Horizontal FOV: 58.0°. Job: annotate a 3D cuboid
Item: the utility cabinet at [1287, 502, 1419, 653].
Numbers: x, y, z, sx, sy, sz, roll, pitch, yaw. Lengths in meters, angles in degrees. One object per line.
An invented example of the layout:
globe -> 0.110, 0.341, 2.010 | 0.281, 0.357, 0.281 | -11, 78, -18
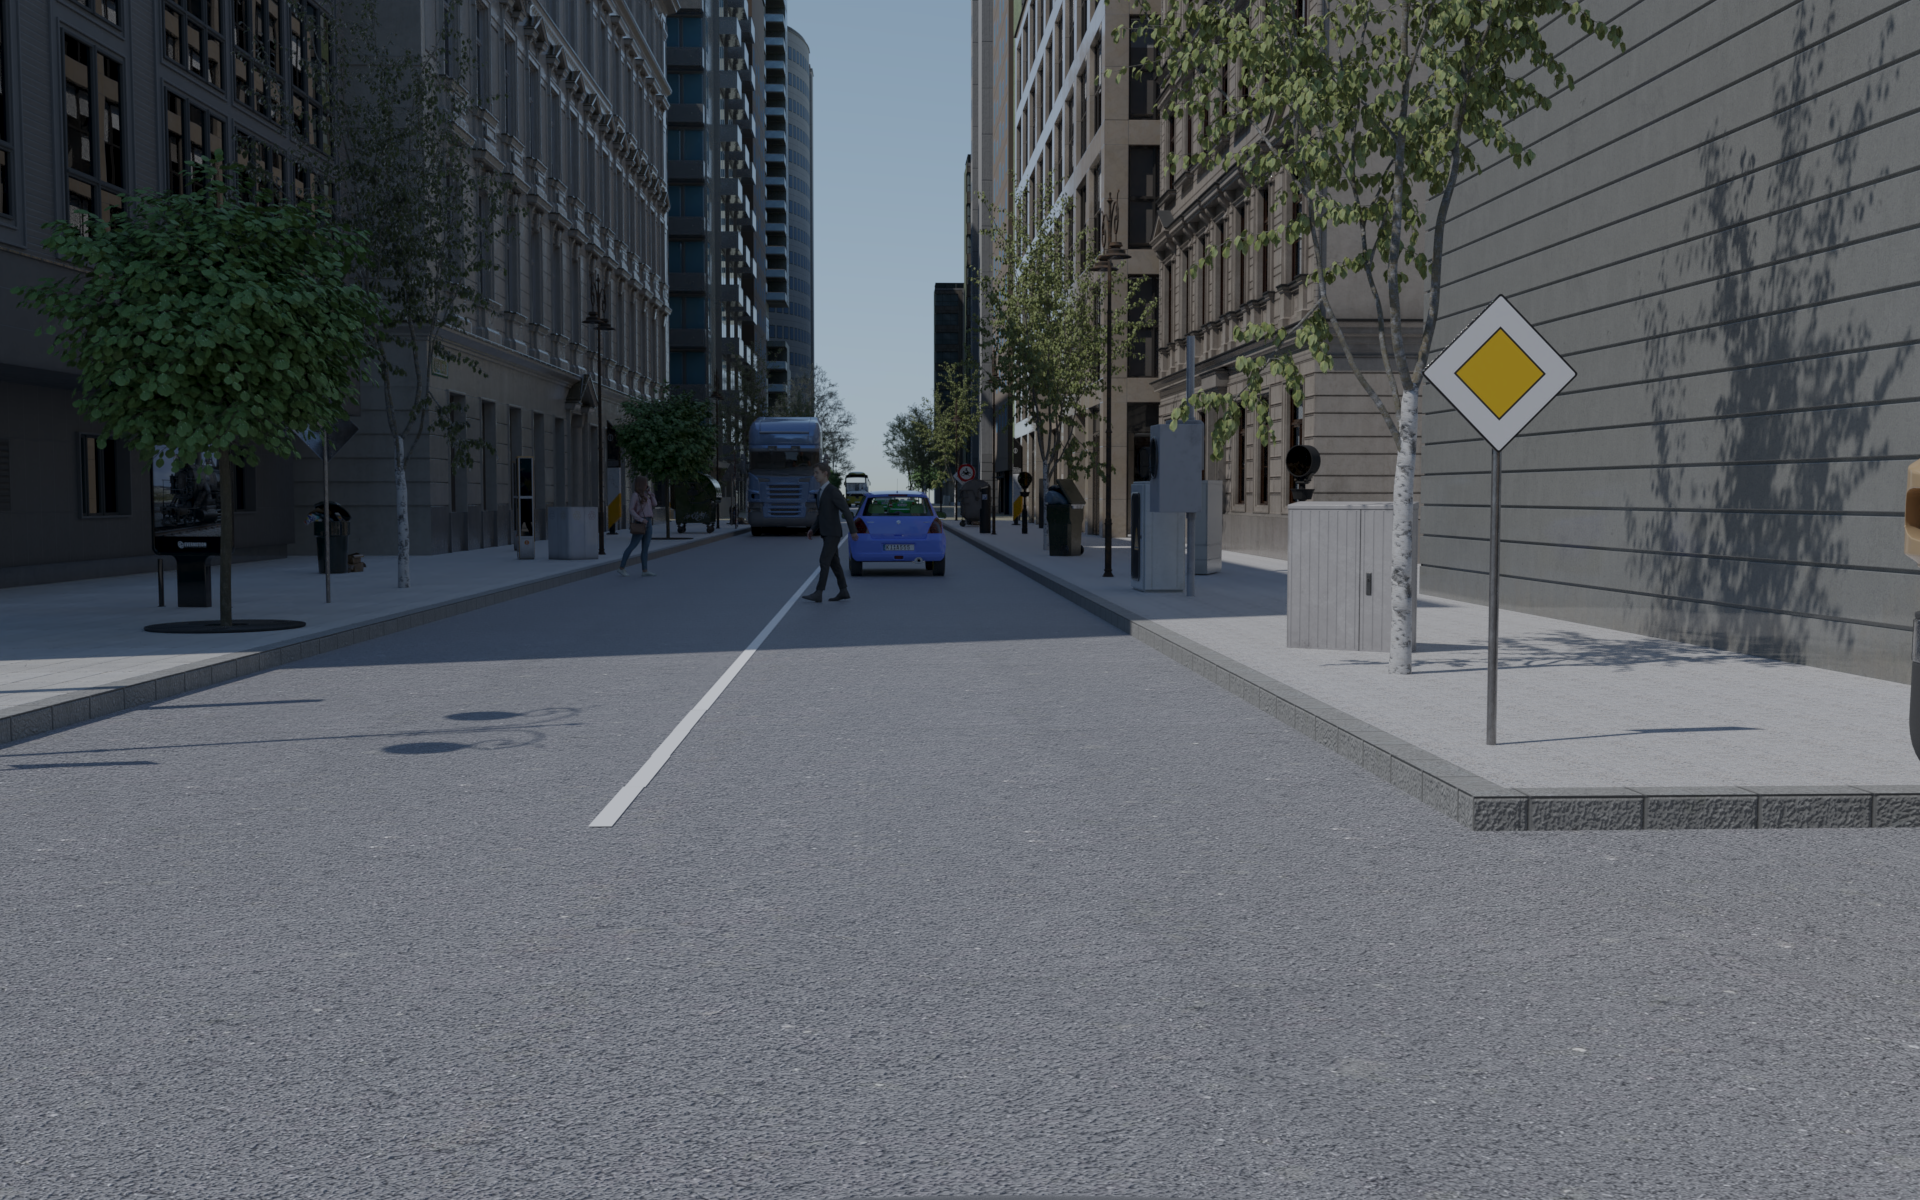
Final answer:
utility cabinet -> 3.225, -0.190, 14.274 | 1.020, 1.237, 0.306 | 2, 4, 31

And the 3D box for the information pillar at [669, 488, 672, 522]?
information pillar -> -13.534, -5.418, 79.946 | 0.183, 3.616, 0.504 | 1, 4, 19

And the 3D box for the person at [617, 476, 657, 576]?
person -> -5.630, -1.289, 30.172 | 0.643, 1.750, 0.593 | 1, 4, 18

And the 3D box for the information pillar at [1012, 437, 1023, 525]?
information pillar -> 2.365, -4.877, 71.090 | 0.504, 3.616, 0.183 | 3, 5, 44

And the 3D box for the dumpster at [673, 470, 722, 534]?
dumpster -> -8.684, -3.336, 57.039 | 1.502, 2.255, 1.985 | 0, 4, -2

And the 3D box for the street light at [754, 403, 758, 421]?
street light -> -9.961, -6.900, 85.600 | 0.468, 5.910, 1.993 | 0, 4, -3

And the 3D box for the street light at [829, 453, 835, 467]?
street light -> -14.784, -13.687, 196.565 | 0.468, 5.910, 1.993 | 0, 4, -3

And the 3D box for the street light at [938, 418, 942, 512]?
street light -> -1.135, -7.983, 103.314 | 0.468, 5.910, 1.993 | 0, 4, -3

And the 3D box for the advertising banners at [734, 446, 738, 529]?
advertising banners -> -8.305, -4.156, 64.139 | 0.090, 3.025, 2.074 | 0, 4, -5

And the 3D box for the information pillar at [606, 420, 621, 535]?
information pillar -> -10.919, -3.870, 54.629 | 0.504, 3.616, 0.183 | 2, 4, 28

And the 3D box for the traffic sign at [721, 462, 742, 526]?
traffic sign -> -9.307, -4.317, 70.585 | 0.884, 2.594, 0.081 | 0, 4, 5

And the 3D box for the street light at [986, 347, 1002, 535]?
street light -> 1.070, -5.005, 54.614 | 0.468, 5.910, 1.993 | 0, 4, -3

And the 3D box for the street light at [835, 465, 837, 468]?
street light -> -16.096, -15.421, 224.926 | 0.468, 5.910, 1.993 | 0, 4, -3

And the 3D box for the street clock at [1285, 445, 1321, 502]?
street clock -> 5.056, -1.284, 25.570 | 0.358, 2.002, 0.471 | -3, 5, -45

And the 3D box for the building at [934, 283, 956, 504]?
building -> 3.372, -28.441, 236.713 | 14.160, 30.474, 14.107 | 0, 4, -3

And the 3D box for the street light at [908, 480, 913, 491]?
street light -> -7.211, -16.520, 242.891 | 0.468, 5.910, 1.993 | 0, 4, -3

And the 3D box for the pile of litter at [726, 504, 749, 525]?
pile of litter -> -9.320, -3.628, 73.279 | 1.176, 0.858, 1.719 | 0, 4, -3

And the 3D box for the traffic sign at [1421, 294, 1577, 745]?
traffic sign -> 2.715, -0.315, 8.795 | 0.795, 2.450, 0.064 | 0, 4, -3

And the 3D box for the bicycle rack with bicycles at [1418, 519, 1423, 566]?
bicycle rack with bicycles -> 8.433, -0.897, 28.053 | 2.852, 0.926, 2.925 | 2, 4, 31

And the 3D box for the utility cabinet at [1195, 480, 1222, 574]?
utility cabinet -> 3.937, -1.170, 27.812 | 0.318, 1.500, 1.173 | 1, 4, 20

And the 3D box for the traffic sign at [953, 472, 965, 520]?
traffic sign -> 0.092, -4.387, 72.916 | 0.795, 2.450, 0.064 | 0, 4, 1

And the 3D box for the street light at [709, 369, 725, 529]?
street light -> -8.976, -5.582, 64.061 | 0.468, 5.910, 1.993 | 0, 4, -3

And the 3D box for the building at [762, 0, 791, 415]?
building -> -28.118, -53.262, 183.512 | 22.319, 86.520, 31.000 | 0, 4, -3

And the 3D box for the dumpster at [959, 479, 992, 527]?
dumpster -> 0.608, -3.821, 68.226 | 1.264, 1.857, 1.865 | 0, 4, -2

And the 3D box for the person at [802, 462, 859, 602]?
person -> -1.792, -0.900, 22.999 | 0.755, 1.850, 0.659 | -2, 4, -26

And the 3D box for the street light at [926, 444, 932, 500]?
street light -> -2.355, -9.743, 132.081 | 0.468, 5.910, 1.993 | 0, 4, -3

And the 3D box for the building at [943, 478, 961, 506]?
building -> 14.181, -32.170, 217.860 | 32.217, 40.220, 23.993 | 0, 4, -3

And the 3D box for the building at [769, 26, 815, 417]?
building -> -29.158, -41.138, 214.607 | 21.231, 58.520, 28.212 | 0, 4, -3

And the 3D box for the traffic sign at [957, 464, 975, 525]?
traffic sign -> 0.267, -4.426, 72.469 | 0.768, 2.556, 0.104 | 0, 4, 4

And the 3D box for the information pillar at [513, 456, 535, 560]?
information pillar -> -8.521, -1.800, 33.930 | 0.304, 2.012, 0.304 | -2, 4, -23

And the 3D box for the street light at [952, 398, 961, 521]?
street light -> -0.174, -6.771, 83.500 | 0.468, 5.910, 1.993 | 0, 4, -3

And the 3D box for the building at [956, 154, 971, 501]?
building -> 7.259, -23.154, 150.262 | 14.160, 30.474, 14.107 | 0, 4, -3

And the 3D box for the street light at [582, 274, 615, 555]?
street light -> -7.589, -3.897, 36.500 | 0.468, 5.910, 1.993 | 0, 4, -3

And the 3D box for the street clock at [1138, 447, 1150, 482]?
street clock -> 2.930, -1.358, 26.771 | 0.358, 2.002, 0.471 | -1, 4, -15

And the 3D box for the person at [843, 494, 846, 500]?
person -> -10.544, -8.869, 156.759 | 0.557, 1.426, 1.065 | 1, 4, 22

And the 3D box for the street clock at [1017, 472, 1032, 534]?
street clock -> 2.089, -3.137, 55.862 | 0.471, 2.002, 0.358 | 0, 4, 5

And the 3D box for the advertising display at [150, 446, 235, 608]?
advertising display -> -8.683, -0.880, 19.596 | 0.974, 1.923, 0.123 | 1, 4, 11

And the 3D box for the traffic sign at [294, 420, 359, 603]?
traffic sign -> -7.429, -1.170, 20.307 | 0.795, 2.450, 0.064 | 0, 4, 3

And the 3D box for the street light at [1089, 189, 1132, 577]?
street light -> 2.296, -3.295, 26.667 | 0.468, 5.910, 1.993 | 0, 4, -3
